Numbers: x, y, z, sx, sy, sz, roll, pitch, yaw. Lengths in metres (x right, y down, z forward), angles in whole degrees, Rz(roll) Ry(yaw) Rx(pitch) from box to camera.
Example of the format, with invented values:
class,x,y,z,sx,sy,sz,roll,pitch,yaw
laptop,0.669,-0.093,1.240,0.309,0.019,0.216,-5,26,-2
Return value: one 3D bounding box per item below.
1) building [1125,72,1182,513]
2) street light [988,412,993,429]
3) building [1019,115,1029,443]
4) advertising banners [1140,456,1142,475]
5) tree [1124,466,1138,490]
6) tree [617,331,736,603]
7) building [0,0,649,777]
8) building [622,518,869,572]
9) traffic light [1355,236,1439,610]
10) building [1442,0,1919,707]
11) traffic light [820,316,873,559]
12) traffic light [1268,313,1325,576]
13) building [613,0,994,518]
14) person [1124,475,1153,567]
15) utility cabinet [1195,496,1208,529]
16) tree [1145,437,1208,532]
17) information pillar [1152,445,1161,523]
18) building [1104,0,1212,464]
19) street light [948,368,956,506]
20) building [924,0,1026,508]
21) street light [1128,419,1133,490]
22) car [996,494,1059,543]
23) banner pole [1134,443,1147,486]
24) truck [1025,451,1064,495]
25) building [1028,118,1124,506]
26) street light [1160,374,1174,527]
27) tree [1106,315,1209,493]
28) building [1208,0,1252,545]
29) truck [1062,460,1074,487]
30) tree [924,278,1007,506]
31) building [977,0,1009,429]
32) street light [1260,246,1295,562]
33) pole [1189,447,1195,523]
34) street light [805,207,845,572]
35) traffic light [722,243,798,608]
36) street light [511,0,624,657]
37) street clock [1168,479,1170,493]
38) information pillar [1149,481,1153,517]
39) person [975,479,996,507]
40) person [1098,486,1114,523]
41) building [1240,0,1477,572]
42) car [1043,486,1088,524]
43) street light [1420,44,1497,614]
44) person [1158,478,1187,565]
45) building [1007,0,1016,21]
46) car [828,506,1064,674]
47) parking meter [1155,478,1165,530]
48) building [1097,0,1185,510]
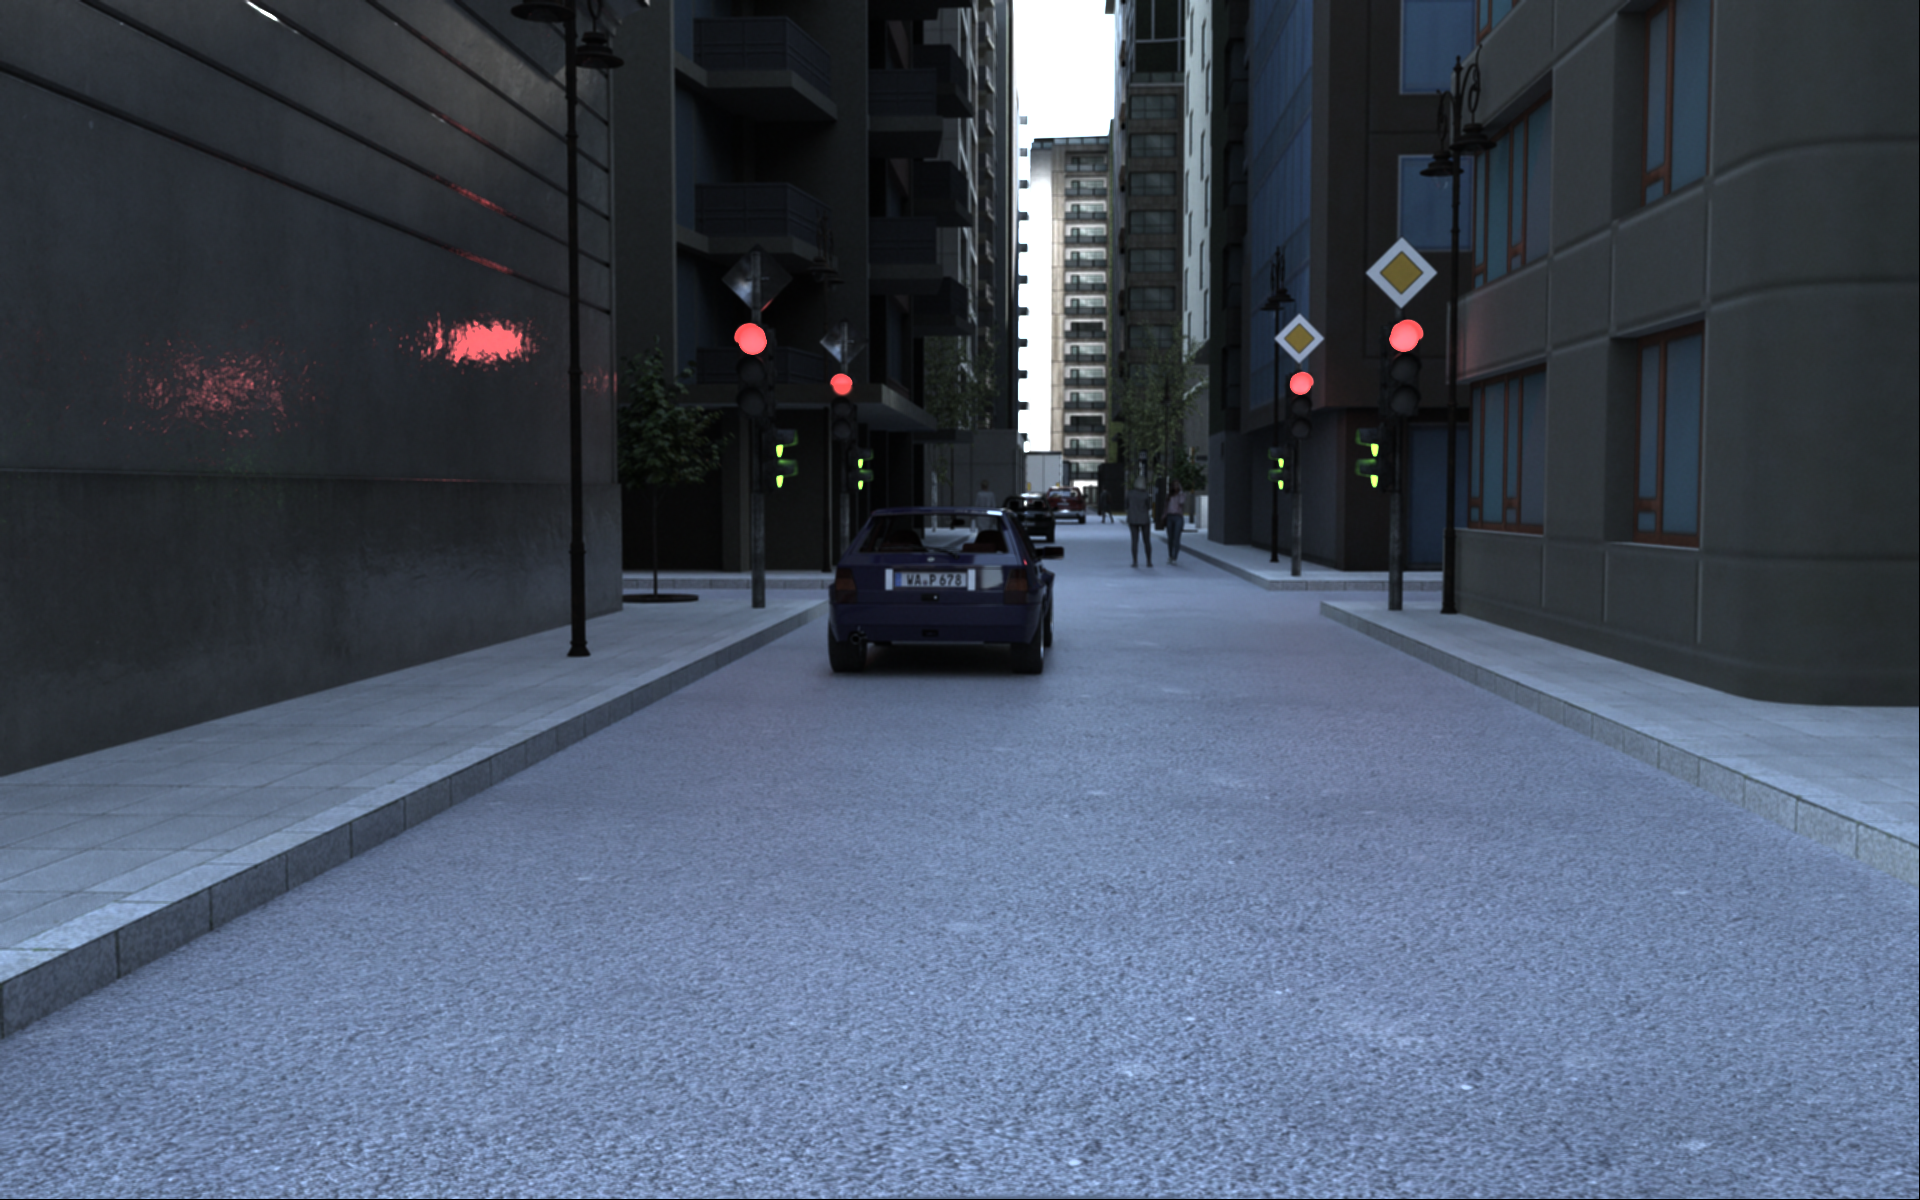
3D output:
class,x,y,z,sx,sy,sz,roll,pitch,yaw
building,18.646,-21.423,121.959,14.160,30.474,14.107,0,4,3
street light,1.721,-7.611,97.227,0.468,5.910,1.993,0,4,3
building,-7.399,-35.337,197.367,30.456,49.044,23.786,0,4,3
advertising banners,8.252,-5.026,78.365,0.090,3.025,2.074,0,4,1
tree,11.831,-7.372,115.128,1.663,3.219,1.824,0,3,0
tree,-3.650,-1.594,20.663,1.663,3.219,1.824,0,3,0
building,-18.333,-10.927,11.937,30.059,22.955,16.112,0,4,3
building,-11.090,-23.619,40.802,22.147,44.769,28.867,0,4,3
traffic light,4.796,-1.842,19.037,0.839,4.253,0.868,0,4,3
building,18.396,-9.697,3.585,27.650,21.520,28.899,0,4,3
traffic light,-1.806,-2.353,27.389,0.839,4.253,0.868,0,4,3
traffic light,5.245,-2.330,27.010,0.839,4.253,0.868,0,4,3
building,-9.026,-28.278,116.964,22.147,44.769,28.867,0,4,3
person,3.511,-1.554,34.094,0.537,1.800,0.526,1,4,21
utility cabinet,9.215,-3.259,64.442,1.020,1.237,0.306,-2,4,-35
tree,7.563,-3.933,58.900,1.663,3.219,1.824,0,3,0
information pillar,8.800,-5.267,77.466,0.183,3.616,0.504,3,5,42
building,28.117,-35.040,162.148,28.713,52.752,27.495,0,4,3
street light,-0.277,-5.492,62.575,0.468,5.910,1.993,0,4,3
building,-7.443,-38.888,74.071,20.563,71.187,20.611,0,4,3
street light,9.912,-7.862,101.326,0.468,5.910,1.993,0,4,3
car,2.011,-2.618,52.585,2.009,1.686,4.222,0,4,2
banner pole,8.812,-5.809,84.990,0.863,3.779,0.401,2,4,28
truck,5.740,-7.955,118.980,2.839,4.237,11.283,0,4,3
building,14.582,-31.086,191.846,14.086,41.232,14.154,0,4,3
street light,7.970,-5.756,66.897,0.468,5.910,1.993,0,4,3
tree,8.225,-7.365,70.782,4.737,8.622,4.395,0,3,0
building,14.063,-16.977,49.270,14.160,30.474,14.107,0,4,3
truck,8.319,-9.847,149.912,2.839,4.237,11.283,0,4,5
tree,-0.628,-6.599,58.252,4.737,8.622,4.395,0,3,0
building,-3.346,-27.839,138.766,14.154,41.232,14.086,0,4,3
street light,5.931,-3.651,32.488,0.468,5.910,1.993,0,4,3
pole,10.125,-5.001,75.605,0.158,3.312,0.155,0,3,0
street light,-2.188,-3.393,28.269,0.468,5.910,1.993,0,4,3
traffic light,-2.255,-1.865,19.417,0.839,4.253,0.868,0,4,3
street light,-3.023,-2.493,13.555,0.468,5.910,1.993,0,4,3
street clock,9.777,-4.688,81.224,0.471,2.002,0.358,3,5,42
information pillar,10.628,-5.566,95.495,0.304,2.012,0.304,-1,4,-19
person,0.565,-1.996,41.494,0.694,1.780,0.624,0,4,7
person,7.213,-4.722,85.665,0.622,1.834,0.822,-2,4,-26
building,13.409,-23.444,33.421,14.200,45.320,14.600,0,4,3
car,5.136,-4.664,84.937,2.281,1.827,5.304,0,4,5
street light,5.252,-2.792,18.431,0.468,5.910,1.993,0,4,3
person,4.364,-1.607,35.360,0.593,1.750,0.643,2,4,27
building,-2.090,-30.740,152.710,14.600,45.320,14.200,0,4,3
car,-0.074,-0.161,15.211,1.945,1.354,3.894,0,4,5
parking meter,7.084,-3.403,61.354,0.255,1.863,0.399,-1,4,-17
building,21.597,-42.792,137.905,20.563,71.187,20.611,0,4,3
